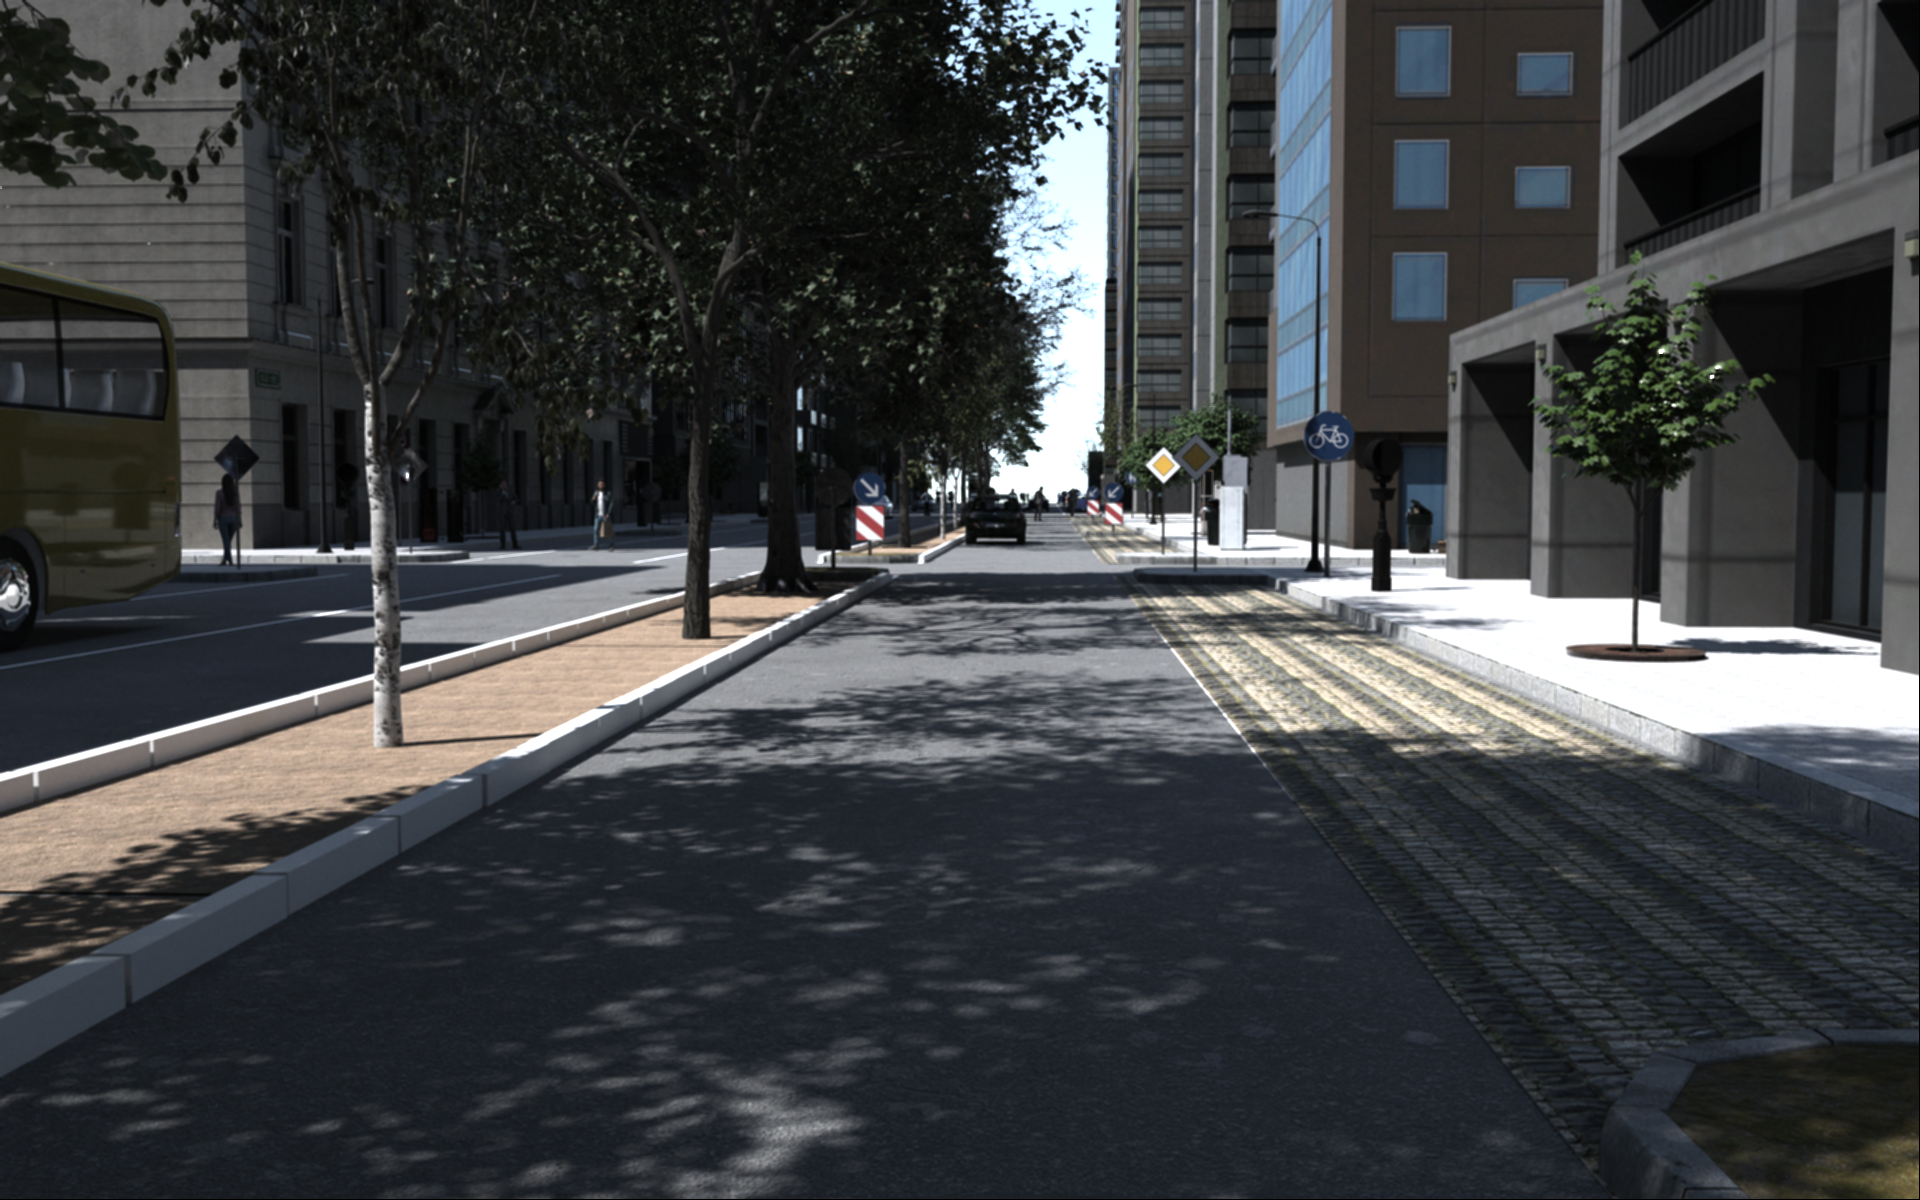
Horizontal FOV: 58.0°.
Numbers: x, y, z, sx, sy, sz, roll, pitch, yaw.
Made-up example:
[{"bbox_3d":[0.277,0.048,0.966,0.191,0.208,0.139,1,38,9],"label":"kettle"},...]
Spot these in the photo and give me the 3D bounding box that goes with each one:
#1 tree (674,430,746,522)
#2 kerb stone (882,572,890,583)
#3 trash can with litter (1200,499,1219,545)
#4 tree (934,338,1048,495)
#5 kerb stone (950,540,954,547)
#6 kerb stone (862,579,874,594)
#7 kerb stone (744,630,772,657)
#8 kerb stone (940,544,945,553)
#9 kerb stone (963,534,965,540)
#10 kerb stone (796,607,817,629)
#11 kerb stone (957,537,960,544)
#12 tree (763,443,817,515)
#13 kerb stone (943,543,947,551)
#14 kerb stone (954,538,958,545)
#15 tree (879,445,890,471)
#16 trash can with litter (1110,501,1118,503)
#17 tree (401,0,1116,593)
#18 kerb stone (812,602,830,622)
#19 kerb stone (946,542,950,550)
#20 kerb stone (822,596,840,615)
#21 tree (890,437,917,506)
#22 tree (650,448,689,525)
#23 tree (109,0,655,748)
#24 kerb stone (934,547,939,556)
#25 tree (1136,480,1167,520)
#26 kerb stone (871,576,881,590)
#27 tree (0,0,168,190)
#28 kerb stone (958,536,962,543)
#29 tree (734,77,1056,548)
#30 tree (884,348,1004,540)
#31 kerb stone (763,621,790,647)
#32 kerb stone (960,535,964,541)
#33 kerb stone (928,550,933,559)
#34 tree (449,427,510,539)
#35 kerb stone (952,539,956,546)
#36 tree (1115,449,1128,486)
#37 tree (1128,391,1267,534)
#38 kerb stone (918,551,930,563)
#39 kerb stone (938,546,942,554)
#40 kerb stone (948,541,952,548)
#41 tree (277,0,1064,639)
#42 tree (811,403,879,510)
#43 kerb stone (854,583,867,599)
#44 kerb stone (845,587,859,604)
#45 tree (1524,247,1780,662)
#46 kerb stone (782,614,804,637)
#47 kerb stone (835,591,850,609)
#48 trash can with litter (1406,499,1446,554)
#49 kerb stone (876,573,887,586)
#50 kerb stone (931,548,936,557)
[{"bbox_3d":[-11.719,-5.971,81.336,4.285,4.588,4.351,0,3,0],"label":"tree"},{"bbox_3d":[-1.234,-0.347,27.902,0.120,0.150,1.000,0,4,3],"label":"kerb stone"},{"bbox_3d":[6.551,-1.965,43.515,0.624,1.170,1.055,3,5,43],"label":"trash can with litter"},{"bbox_3d":[1.541,-10.455,99.159,9.928,11.665,9.643,0,3,0],"label":"tree"},{"bbox_3d":[-0.317,-1.444,45.835,0.120,0.150,1.000,0,4,3],"label":"kerb stone"},{"bbox_3d":[-1.380,-0.158,24.829,0.120,0.150,1.000,0,4,3],"label":"kerb stone"},{"bbox_3d":[-1.855,0.406,15.612,0.120,0.150,1.000,0,4,3],"label":"kerb stone"},{"bbox_3d":[-0.520,-1.195,41.737,0.120,0.150,1.000,0,4,3],"label":"kerb stone"},{"bbox_3d":[-0.011,-1.821,51.983,0.120,0.150,1.000,0,4,3],"label":"kerb stone"},{"bbox_3d":[-1.693,0.215,18.692,0.120,0.150,1.000,0,4,3],"label":"kerb stone"},{"bbox_3d":[-0.164,-1.633,48.900,0.120,0.150,1.000,0,4,3],"label":"kerb stone"},{"bbox_3d":[-10.505,-7.557,107.269,4.285,4.588,4.351,0,3,0],"label":"tree"},{"bbox_3d":[-0.468,-1.258,42.768,0.120,0.150,1.000,0,4,3],"label":"kerb stone"},{"bbox_3d":[-0.207,-1.570,47.879,0.120,0.150,1.000,0,4,3],"label":"kerb stone"},{"bbox_3d":[-8.558,-11.663,141.059,4.360,8.622,3.978,0,3,0],"label":"tree"},{"bbox_3d":[9.883,-6.014,109.710,0.624,1.170,1.055,-1,4,-15],"label":"trash can with litter"},{"bbox_3d":[-2.598,-6.458,25.058,9.611,12.733,9.660,0,3,0],"label":"tree"},{"bbox_3d":[-1.635,0.153,19.713,0.120,0.150,1.000,0,4,3],"label":"kerb stone"},{"bbox_3d":[-0.417,-1.319,43.788,0.120,0.150,1.000,0,4,3],"label":"kerb stone"},{"bbox_3d":[-1.588,0.090,20.734,0.120,0.150,1.000,0,4,3],"label":"kerb stone"},{"bbox_3d":[-6.548,-14.351,184.993,4.360,8.622,3.978,0,3,0],"label":"tree"},{"bbox_3d":[-12.040,-4.757,72.379,1.663,3.219,1.824,0,3,0],"label":"tree"},{"bbox_3d":[-3.225,-3.454,9.287,4.360,8.622,3.978,0,3,0],"label":"tree"},{"bbox_3d":[-0.634,-1.070,39.687,0.120,0.150,1.000,0,4,3],"label":"kerb stone"},{"bbox_3d":[9.964,-5.652,87.018,1.663,3.219,1.824,0,3,0],"label":"tree"},{"bbox_3d":[-1.327,-0.217,25.850,0.120,0.150,1.000,0,4,3],"label":"kerb stone"},{"bbox_3d":[-3.498,-5.046,3.093,7.486,12.596,7.792,0,3,0],"label":"tree"},{"bbox_3d":[-0.109,-1.695,49.929,0.120,0.150,1.000,0,4,3],"label":"kerb stone"},{"bbox_3d":[-1.499,-8.126,45.682,12.009,13.543,11.850,0,3,0],"label":"tree"},{"bbox_3d":[-0.565,-6.204,54.252,4.737,8.622,4.395,0,3,0],"label":"tree"},{"bbox_3d":[-1.794,0.341,16.640,0.120,0.150,1.000,0,4,3],"label":"kerb stone"},{"bbox_3d":[-0.054,-1.752,50.957,0.120,0.150,1.000,0,4,3],"label":"kerb stone"},{"bbox_3d":[-0.730,-0.945,37.643,0.120,0.150,1.000,0,4,3],"label":"kerb stone"},{"bbox_3d":[-13.892,-3.381,49.886,1.663,3.219,1.824,0,3,0],"label":"tree"},{"bbox_3d":[-0.270,-1.508,46.859,0.120,0.150,1.000,0,4,3],"label":"kerb stone"},{"bbox_3d":[9.185,-5.795,78.458,4.285,4.588,4.351,0,3,0],"label":"tree"},{"bbox_3d":[8.200,-4.392,55.516,4.285,4.588,4.351,0,3,0],"label":"tree"},{"bbox_3d":[-0.783,-0.882,36.609,0.120,0.150,1.000,0,4,3],"label":"kerb stone"},{"bbox_3d":[-0.581,-1.132,40.708,0.120,0.150,1.000,0,4,3],"label":"kerb stone"},{"bbox_3d":[-0.367,-1.383,44.814,0.120,0.150,1.000,0,4,3],"label":"kerb stone"},{"bbox_3d":[-2.642,-4.866,16.425,8.767,10.594,7.601,0,4,3],"label":"tree"},{"bbox_3d":[-9.081,-11.051,131.039,4.360,8.622,3.978,0,3,0],"label":"tree"},{"bbox_3d":[-1.429,-0.094,23.808,0.120,0.150,1.000,0,4,3],"label":"kerb stone"},{"bbox_3d":[-1.482,-0.036,22.787,0.120,0.150,1.000,0,4,3],"label":"kerb stone"},{"bbox_3d":[5.343,-1.172,13.760,1.663,3.219,1.824,0,3,0],"label":"tree"},{"bbox_3d":[-1.743,0.277,17.661,0.120,0.150,1.000,0,4,3],"label":"kerb stone"},{"bbox_3d":[-1.533,0.027,21.761,0.120,0.150,1.000,0,4,3],"label":"kerb stone"},{"bbox_3d":[10.175,-1.592,37.415,1.055,1.170,0.624,1,4,12],"label":"trash can with litter"},{"bbox_3d":[-1.276,-0.287,26.881,0.120,0.150,1.000,0,4,3],"label":"kerb stone"},{"bbox_3d":[-0.686,-1.003,38.667,0.120,0.150,1.000,0,4,3],"label":"kerb stone"}]
